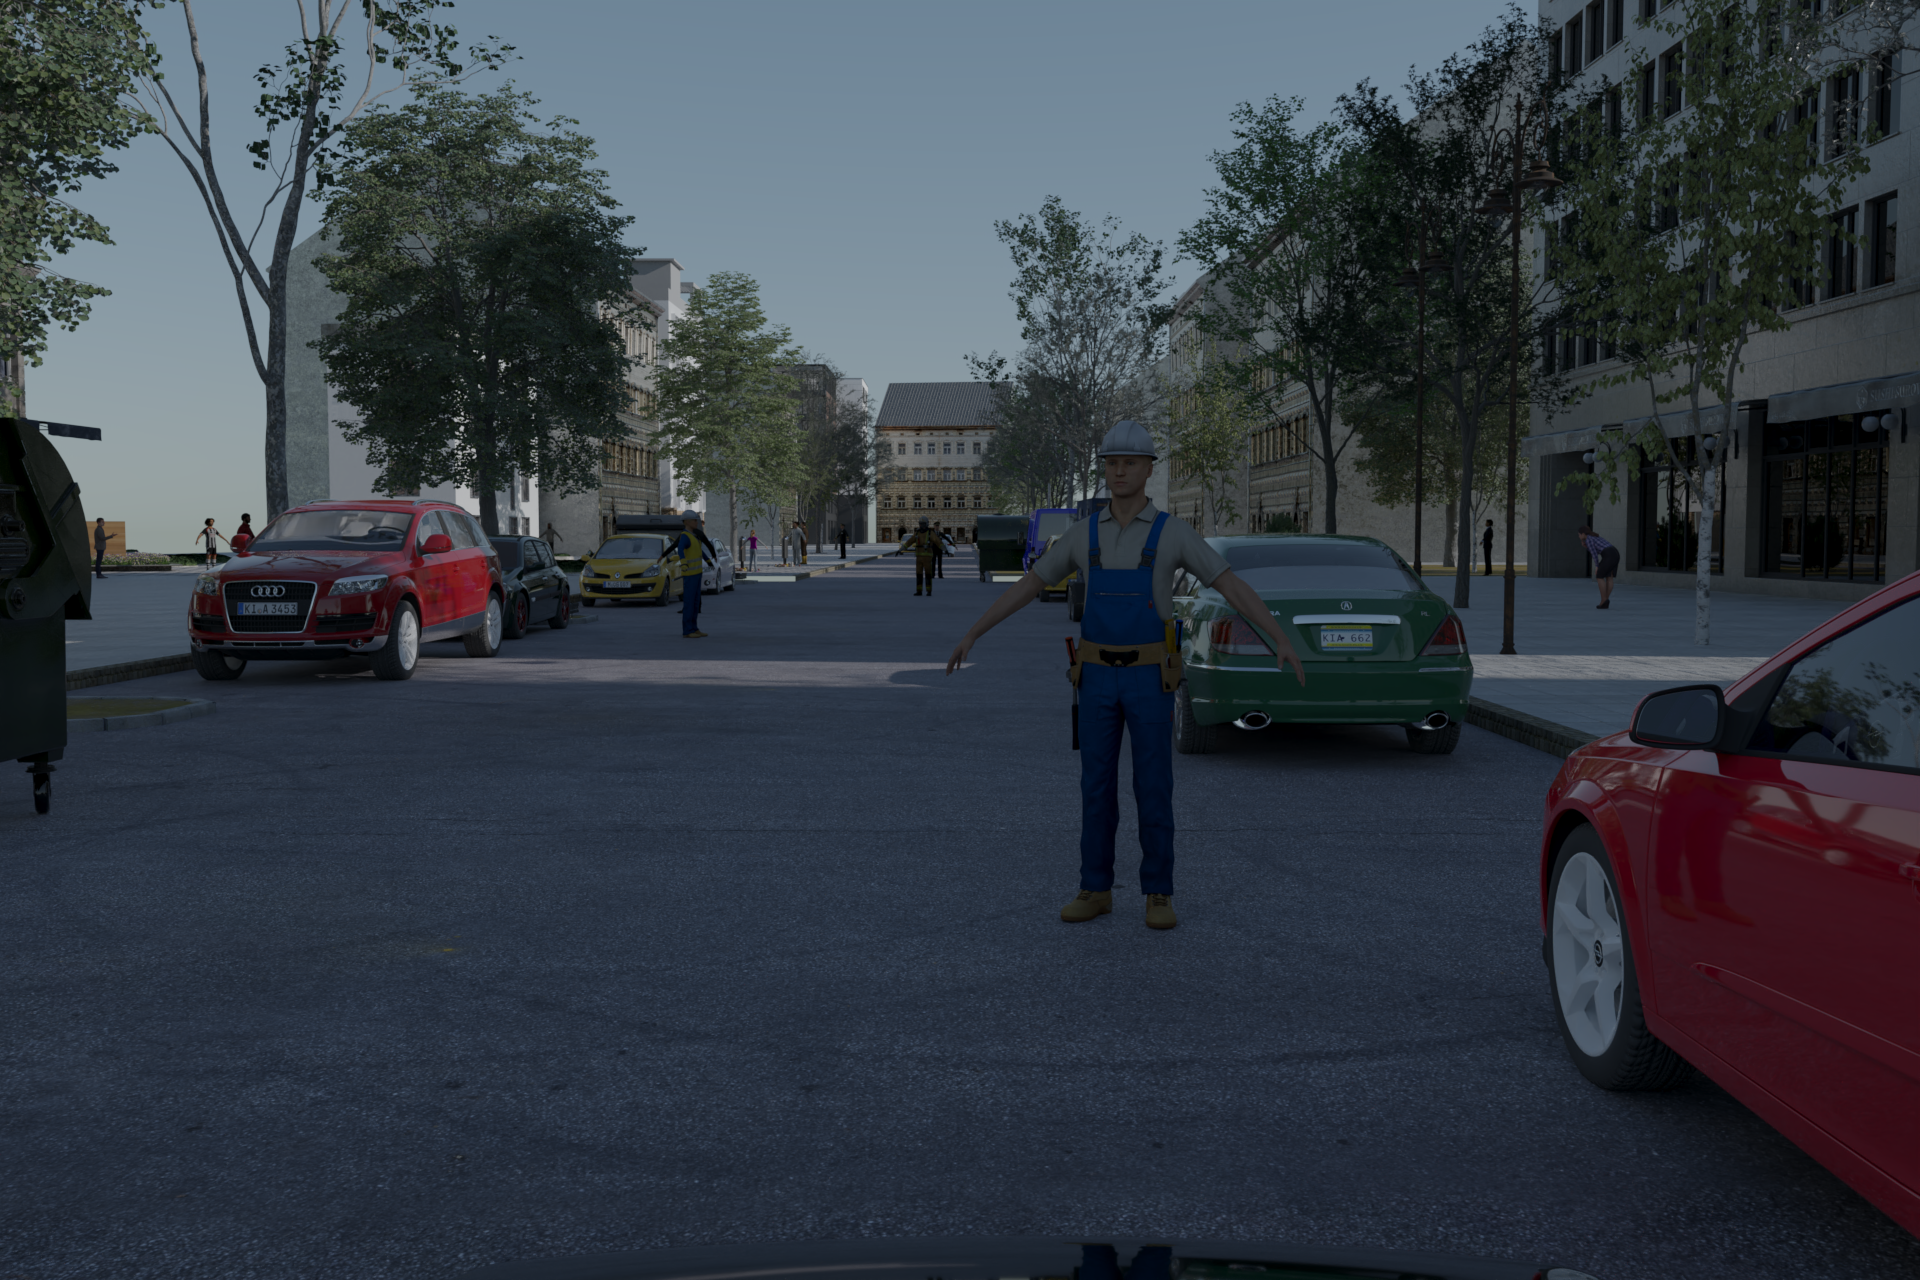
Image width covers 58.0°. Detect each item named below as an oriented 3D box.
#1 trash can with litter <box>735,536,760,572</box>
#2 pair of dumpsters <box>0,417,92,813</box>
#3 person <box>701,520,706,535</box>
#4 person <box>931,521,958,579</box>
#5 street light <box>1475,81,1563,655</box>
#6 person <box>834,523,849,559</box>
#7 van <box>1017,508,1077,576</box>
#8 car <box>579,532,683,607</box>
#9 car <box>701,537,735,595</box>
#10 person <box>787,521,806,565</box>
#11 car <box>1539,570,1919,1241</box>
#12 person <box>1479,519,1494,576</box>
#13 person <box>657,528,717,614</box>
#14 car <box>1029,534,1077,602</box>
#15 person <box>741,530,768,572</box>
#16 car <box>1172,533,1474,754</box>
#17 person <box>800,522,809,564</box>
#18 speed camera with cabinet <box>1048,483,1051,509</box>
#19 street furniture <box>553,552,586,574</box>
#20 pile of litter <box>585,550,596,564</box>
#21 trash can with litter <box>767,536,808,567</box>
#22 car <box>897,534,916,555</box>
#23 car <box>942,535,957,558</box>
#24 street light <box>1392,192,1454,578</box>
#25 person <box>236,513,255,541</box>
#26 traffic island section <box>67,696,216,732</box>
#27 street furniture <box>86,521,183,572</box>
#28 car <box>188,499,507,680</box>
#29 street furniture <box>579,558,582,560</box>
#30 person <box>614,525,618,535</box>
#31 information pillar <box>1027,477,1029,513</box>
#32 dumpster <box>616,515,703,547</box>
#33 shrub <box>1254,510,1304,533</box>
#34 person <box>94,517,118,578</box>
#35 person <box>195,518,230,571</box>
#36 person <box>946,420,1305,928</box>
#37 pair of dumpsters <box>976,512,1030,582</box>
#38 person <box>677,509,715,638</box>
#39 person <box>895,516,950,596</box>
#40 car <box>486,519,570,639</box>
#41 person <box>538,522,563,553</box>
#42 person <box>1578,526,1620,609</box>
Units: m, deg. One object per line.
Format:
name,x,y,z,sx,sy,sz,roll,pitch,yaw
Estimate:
trash can with litter,-7.436,-3.012,60.308,1.678,1.210,2.233,0,4,-1
pair of dumpsters,-6.704,-0.203,8.274,4.436,2.255,1.574,0,4,0
person,-9.506,-3.514,63.725,0.705,1.796,1.348,-1,4,-12
person,-0.739,-2.902,55.840,1.347,1.837,0.705,-1,4,-14
street light,5.854,-2.785,18.316,0.468,5.910,1.993,0,4,1
person,-6.049,-5.083,89.040,0.705,1.837,1.347,-3,4,-37
van,2.606,-2.392,43.493,2.240,2.365,5.245,0,4,-1
car,-6.615,-1.543,35.452,2.015,1.641,3.980,0,4,1
car,-6.610,-1.834,42.350,2.083,1.381,4.827,0,4,0
person,-6.821,-4.017,71.866,1.347,1.806,0.705,3,5,40
car,2.495,0.358,3.195,2.155,1.783,4.494,0,4,1
person,16.177,-2.849,53.307,0.721,1.740,1.216,2,4,29
person,-4.874,-1.383,31.292,0.704,1.802,1.346,3,5,43
car,2.523,-1.690,37.859,2.015,1.641,3.980,0,4,0
person,-6.950,-3.007,58.434,0.991,1.433,0.599,1,4,18
car,2.332,-0.056,12.712,2.131,1.459,4.920,0,4,0
person,-6.655,-4.115,73.419,0.704,1.812,1.346,1,4,16
speed camera with cabinet,3.673,-4.444,66.994,0.660,3.252,2.038,0,3,0
street furniture,-16.922,-2.510,56.665,10.072,0.657,5.734,-1,4,-17
pile of litter,-10.153,-2.146,49.058,1.176,0.858,1.719,0,3,0
trash can with litter,-6.737,-3.491,68.141,1.678,1.210,2.233,0,4,1
car,-3.314,-6.670,119.278,2.015,1.641,3.980,0,3,0
car,-1.216,-5.810,106.997,2.014,1.417,4.499,0,4,-1
street light,6.351,-3.127,23.915,0.468,5.910,1.993,0,4,0
person,-18.064,-2.313,43.922,0.704,1.816,1.345,0,4,2
traffic island section,-6.963,0.578,13.415,1.991,0.108,1.994,0,4,0
street furniture,-30.593,-3.274,60.386,11.010,1.723,9.812,-2,4,-28
car,-6.417,-0.610,18.651,2.281,1.827,5.304,0,4,0
street furniture,-14.201,-3.117,66.591,5.734,0.657,10.072,-1,4,-12
person,-17.795,-5.140,90.224,0.705,1.806,1.347,-1,4,-20
information pillar,2.822,-4.924,71.854,0.183,3.616,0.504,0,4,1
dumpster,-6.704,-1.863,38.682,1.865,1.857,1.264,0,3,0
shrub,10.688,-3.287,57.790,1.661,2.075,1.752,0,3,0
person,-24.684,-2.662,50.097,0.750,1.759,0.617,-1,4,-13
person,-25.235,-3.195,58.388,0.704,1.843,1.345,2,4,28
person,0.610,0.117,6.397,1.347,1.847,0.705,1,4,20
pair of dumpsters,2.691,-2.863,51.758,4.436,2.255,1.574,0,3,0
person,-3.648,-0.923,24.017,0.721,1.772,1.216,1,4,10
person,-0.846,-1.949,40.086,1.354,1.858,0.705,1,4,21
car,-6.813,-0.920,24.826,2.009,1.686,4.222,0,4,0
person,-18.715,-4.458,79.009,1.348,1.813,0.705,1,4,13
person,10.949,-1.250,29.721,0.697,1.427,0.421,3,4,38
